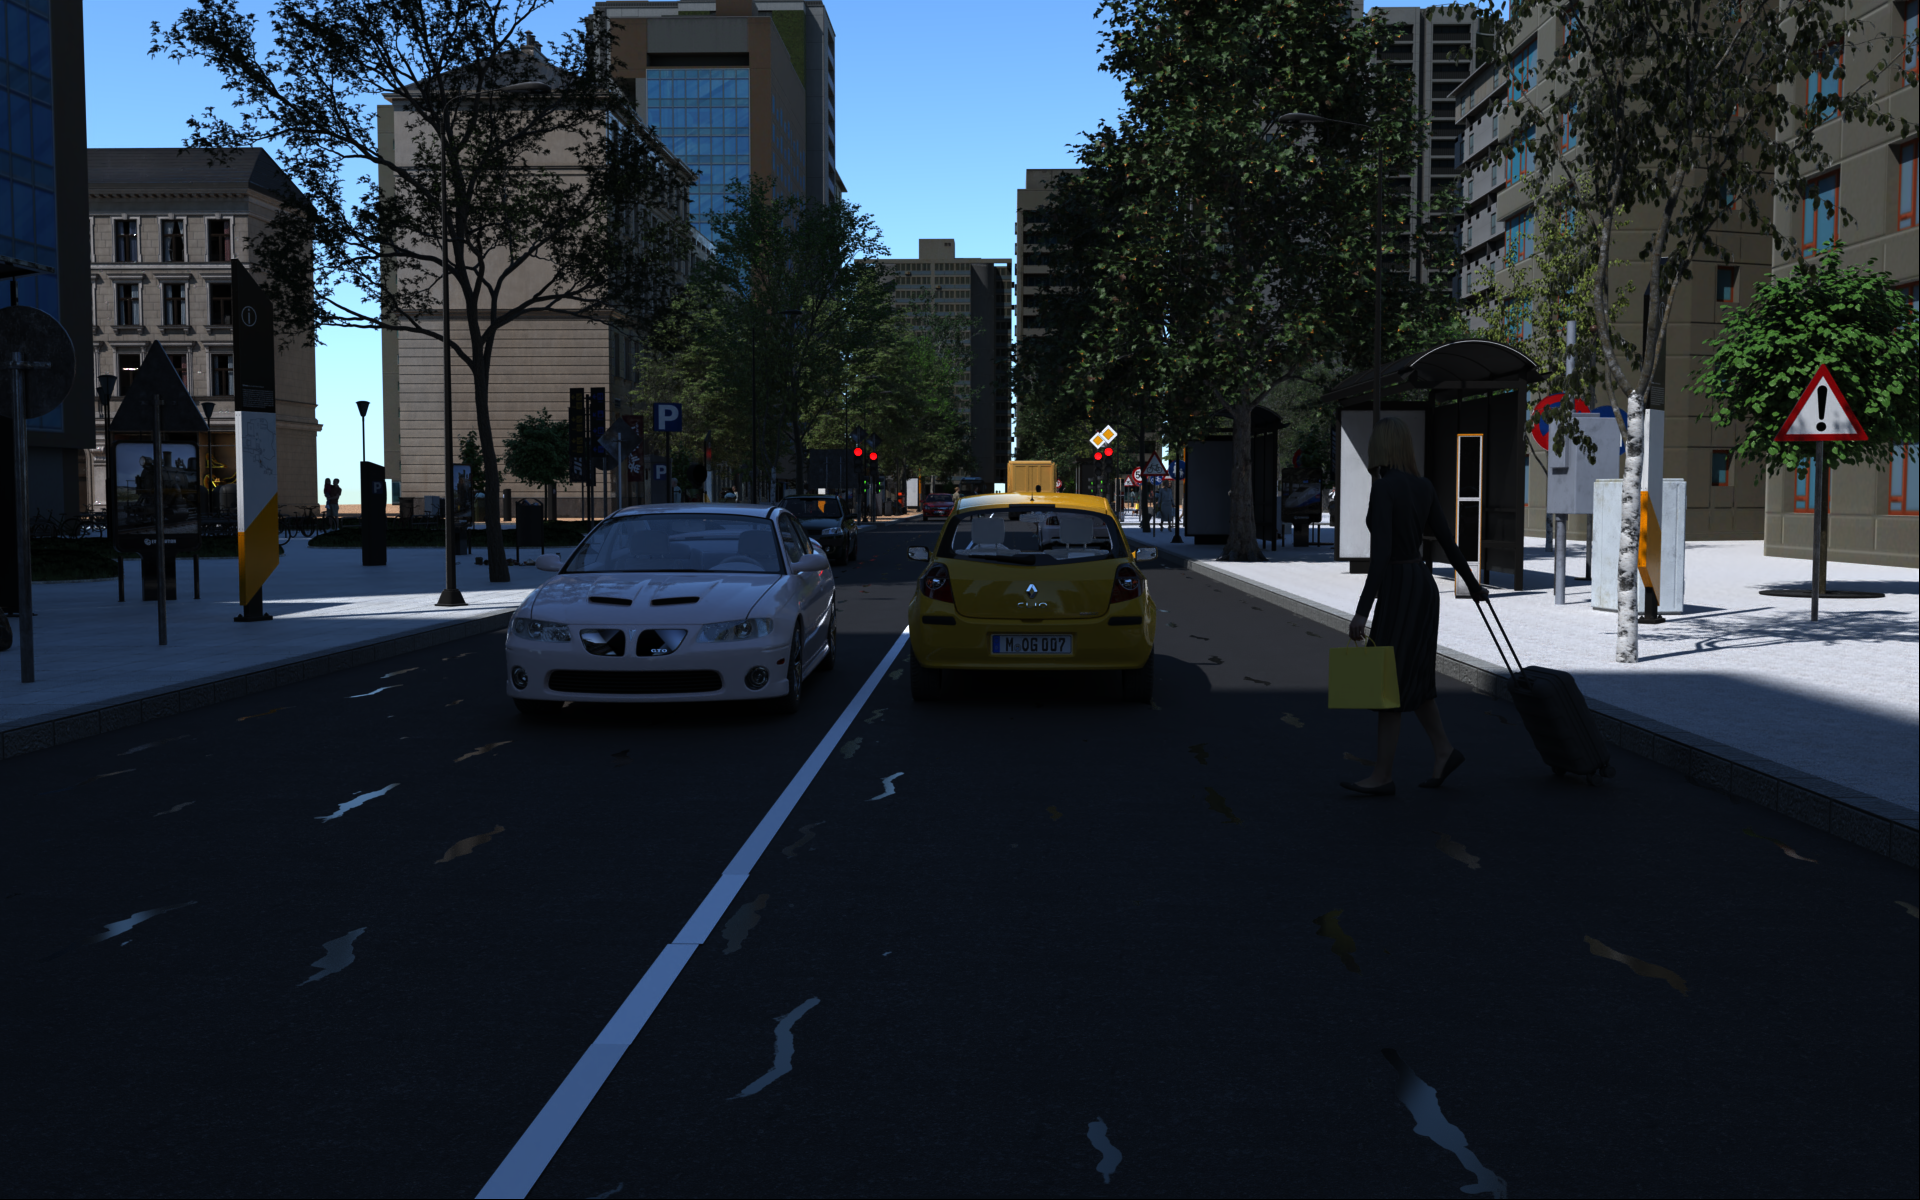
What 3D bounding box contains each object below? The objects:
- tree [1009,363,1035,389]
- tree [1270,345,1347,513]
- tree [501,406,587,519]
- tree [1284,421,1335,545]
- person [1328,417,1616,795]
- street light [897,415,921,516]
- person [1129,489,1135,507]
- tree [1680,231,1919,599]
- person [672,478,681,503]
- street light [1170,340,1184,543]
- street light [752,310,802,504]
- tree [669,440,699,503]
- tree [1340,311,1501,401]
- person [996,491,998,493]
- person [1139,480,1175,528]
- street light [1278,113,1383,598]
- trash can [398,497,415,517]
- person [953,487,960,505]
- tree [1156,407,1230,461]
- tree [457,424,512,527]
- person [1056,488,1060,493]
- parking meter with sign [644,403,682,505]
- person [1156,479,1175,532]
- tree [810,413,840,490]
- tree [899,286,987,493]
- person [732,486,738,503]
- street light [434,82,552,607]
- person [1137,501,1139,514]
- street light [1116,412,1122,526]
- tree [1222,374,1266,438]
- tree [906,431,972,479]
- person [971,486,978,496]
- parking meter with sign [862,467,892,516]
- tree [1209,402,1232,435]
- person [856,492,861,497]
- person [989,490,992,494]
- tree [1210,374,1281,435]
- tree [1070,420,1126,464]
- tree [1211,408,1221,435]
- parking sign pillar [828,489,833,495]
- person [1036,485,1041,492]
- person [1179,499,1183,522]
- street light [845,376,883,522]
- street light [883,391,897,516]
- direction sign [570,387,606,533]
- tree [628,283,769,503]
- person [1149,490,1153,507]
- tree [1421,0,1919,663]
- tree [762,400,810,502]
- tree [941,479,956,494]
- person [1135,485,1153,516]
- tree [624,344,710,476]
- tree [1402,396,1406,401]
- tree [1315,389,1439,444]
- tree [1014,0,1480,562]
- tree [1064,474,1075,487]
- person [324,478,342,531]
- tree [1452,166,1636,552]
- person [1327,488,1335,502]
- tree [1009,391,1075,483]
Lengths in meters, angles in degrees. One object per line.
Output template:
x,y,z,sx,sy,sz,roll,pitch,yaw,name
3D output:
12.589,-21.591,208.894,12.611,20.169,13.585,0,3,0,tree
25.214,-12.945,118.306,9.857,13.997,8.962,0,3,0,tree
-15.484,-4.956,64.738,4.285,4.588,4.351,0,3,0,tree
8.800,-2.993,43.542,1.663,3.219,1.824,0,3,0,tree
2.471,0.021,8.372,1.509,1.804,0.699,-1,4,-10,person
-3.165,-7.939,102.342,1.470,5.913,1.316,0,4,2,street light
16.811,-9.982,169.333,0.705,1.814,1.350,-1,4,-21,person
10.868,-2.335,21.893,4.285,4.588,4.351,0,3,0,tree
-8.538,-2.783,52.028,0.515,1.767,0.782,-2,4,-33,person
5.165,-4.454,45.363,1.470,5.913,1.316,0,4,2,street light
-4.667,-4.357,43.782,1.470,5.913,1.316,0,4,2,street light
-10.028,-4.105,61.723,1.663,3.219,1.824,0,3,0,tree
26.065,-10.346,94.908,9.928,11.665,9.643,0,3,0,tree
4.112,-11.403,194.898,0.705,1.831,1.348,-2,4,-35,person
7.465,-3.600,65.114,1.509,1.804,0.699,-1,4,-14,person
4.583,-2.981,21.277,1.470,5.913,1.316,0,4,2,street light
-25.007,-4.074,78.263,0.748,1.137,0.748,0,3,0,trash can
-0.095,-4.382,80.702,0.362,1.759,0.519,-2,4,-35,person
20.236,-13.823,144.132,7.486,12.596,7.792,0,3,0,tree
-13.523,-3.258,47.865,1.663,3.219,1.824,0,3,0,tree
8.453,-8.820,150.260,0.555,1.821,0.388,-3,5,-39,person
-5.897,-2.306,33.966,0.543,3.016,1.738,-1,4,-21,parking meter with sign
7.051,-3.222,59.073,0.694,1.780,0.624,0,4,-1,person
-11.800,-11.142,132.535,4.360,8.622,3.978,0,3,0,tree
-3.595,-18.627,160.446,12.611,20.169,13.585,0,3,0,tree
-11.518,-4.973,88.351,0.512,1.701,0.522,1,4,20,person
-5.302,-2.884,19.698,1.470,5.913,1.316,0,4,2,street light
11.774,-6.476,112.167,0.529,1.795,0.600,3,5,41,person
5.795,-5.933,69.542,1.470,5.913,1.316,0,4,2,street light
16.857,-8.747,93.380,4.360,8.622,3.978,0,3,0,tree
-2.725,-14.704,174.824,8.767,10.594,7.601,-1,4,-10,tree
0.869,-5.150,92.476,0.755,1.850,0.659,3,4,36,person
-4.824,-6.320,99.597,1.738,3.016,0.543,-1,4,-19,parking meter with sign
18.365,-10.889,128.394,4.737,8.622,4.395,0,3,0,tree
-8.843,-9.070,155.052,1.217,1.736,0.721,2,4,23,person
2.855,-9.184,158.671,1.348,1.822,0.705,2,4,31,person
21.814,-12.816,135.289,9.928,11.665,9.643,0,3,0,tree
8.789,-9.956,113.137,4.737,8.622,4.395,0,3,0,tree
17.095,-9.135,99.722,4.360,8.622,3.978,0,3,0,tree
-7.129,-6.643,97.090,1.447,3.967,1.447,2,4,30,parking sign pillar
2.623,-2.943,57.363,0.466,1.731,0.760,-2,4,-34,person
10.369,-4.265,80.053,0.640,1.303,0.475,0,4,-1,person
-3.922,-5.848,68.154,1.470,5.913,1.316,0,4,2,street light
-3.752,-6.466,78.256,1.470,5.913,1.316,0,4,2,street light
-7.921,-2.747,36.917,0.876,3.537,0.379,1,4,23,direction sign
-14.038,-10.676,92.683,7.486,12.596,7.792,0,3,0,tree
17.349,-9.093,156.178,0.593,1.643,0.415,-1,4,-11,person
5.306,-3.835,13.071,4.360,8.622,3.978,0,3,0,tree
-13.906,-10.604,123.734,4.360,8.622,3.978,0,3,0,tree
-1.116,-12.724,202.639,1.663,3.219,1.824,0,3,0,tree
10.392,-5.583,97.543,0.699,1.804,1.509,-1,4,-11,person
-14.169,-8.142,83.484,4.360,8.622,3.978,0,3,0,tree
13.132,-4.222,52.740,4.285,4.588,4.351,0,3,0,tree
25.859,-10.520,106.416,8.767,10.594,7.601,0,4,-1,tree
5.318,-7.097,33.039,9.611,12.733,9.660,0,3,0,tree
9.478,-9.254,145.906,1.663,3.219,1.824,0,3,0,tree
-21.396,-3.240,58.992,0.580,1.828,0.573,-3,5,-41,person
13.092,-5.390,38.489,4.737,8.622,4.395,0,3,0,tree
17.588,-4.595,81.274,0.679,1.850,0.850,0,4,6,person
10.089,-17.496,192.712,9.857,13.997,8.962,0,3,0,tree
